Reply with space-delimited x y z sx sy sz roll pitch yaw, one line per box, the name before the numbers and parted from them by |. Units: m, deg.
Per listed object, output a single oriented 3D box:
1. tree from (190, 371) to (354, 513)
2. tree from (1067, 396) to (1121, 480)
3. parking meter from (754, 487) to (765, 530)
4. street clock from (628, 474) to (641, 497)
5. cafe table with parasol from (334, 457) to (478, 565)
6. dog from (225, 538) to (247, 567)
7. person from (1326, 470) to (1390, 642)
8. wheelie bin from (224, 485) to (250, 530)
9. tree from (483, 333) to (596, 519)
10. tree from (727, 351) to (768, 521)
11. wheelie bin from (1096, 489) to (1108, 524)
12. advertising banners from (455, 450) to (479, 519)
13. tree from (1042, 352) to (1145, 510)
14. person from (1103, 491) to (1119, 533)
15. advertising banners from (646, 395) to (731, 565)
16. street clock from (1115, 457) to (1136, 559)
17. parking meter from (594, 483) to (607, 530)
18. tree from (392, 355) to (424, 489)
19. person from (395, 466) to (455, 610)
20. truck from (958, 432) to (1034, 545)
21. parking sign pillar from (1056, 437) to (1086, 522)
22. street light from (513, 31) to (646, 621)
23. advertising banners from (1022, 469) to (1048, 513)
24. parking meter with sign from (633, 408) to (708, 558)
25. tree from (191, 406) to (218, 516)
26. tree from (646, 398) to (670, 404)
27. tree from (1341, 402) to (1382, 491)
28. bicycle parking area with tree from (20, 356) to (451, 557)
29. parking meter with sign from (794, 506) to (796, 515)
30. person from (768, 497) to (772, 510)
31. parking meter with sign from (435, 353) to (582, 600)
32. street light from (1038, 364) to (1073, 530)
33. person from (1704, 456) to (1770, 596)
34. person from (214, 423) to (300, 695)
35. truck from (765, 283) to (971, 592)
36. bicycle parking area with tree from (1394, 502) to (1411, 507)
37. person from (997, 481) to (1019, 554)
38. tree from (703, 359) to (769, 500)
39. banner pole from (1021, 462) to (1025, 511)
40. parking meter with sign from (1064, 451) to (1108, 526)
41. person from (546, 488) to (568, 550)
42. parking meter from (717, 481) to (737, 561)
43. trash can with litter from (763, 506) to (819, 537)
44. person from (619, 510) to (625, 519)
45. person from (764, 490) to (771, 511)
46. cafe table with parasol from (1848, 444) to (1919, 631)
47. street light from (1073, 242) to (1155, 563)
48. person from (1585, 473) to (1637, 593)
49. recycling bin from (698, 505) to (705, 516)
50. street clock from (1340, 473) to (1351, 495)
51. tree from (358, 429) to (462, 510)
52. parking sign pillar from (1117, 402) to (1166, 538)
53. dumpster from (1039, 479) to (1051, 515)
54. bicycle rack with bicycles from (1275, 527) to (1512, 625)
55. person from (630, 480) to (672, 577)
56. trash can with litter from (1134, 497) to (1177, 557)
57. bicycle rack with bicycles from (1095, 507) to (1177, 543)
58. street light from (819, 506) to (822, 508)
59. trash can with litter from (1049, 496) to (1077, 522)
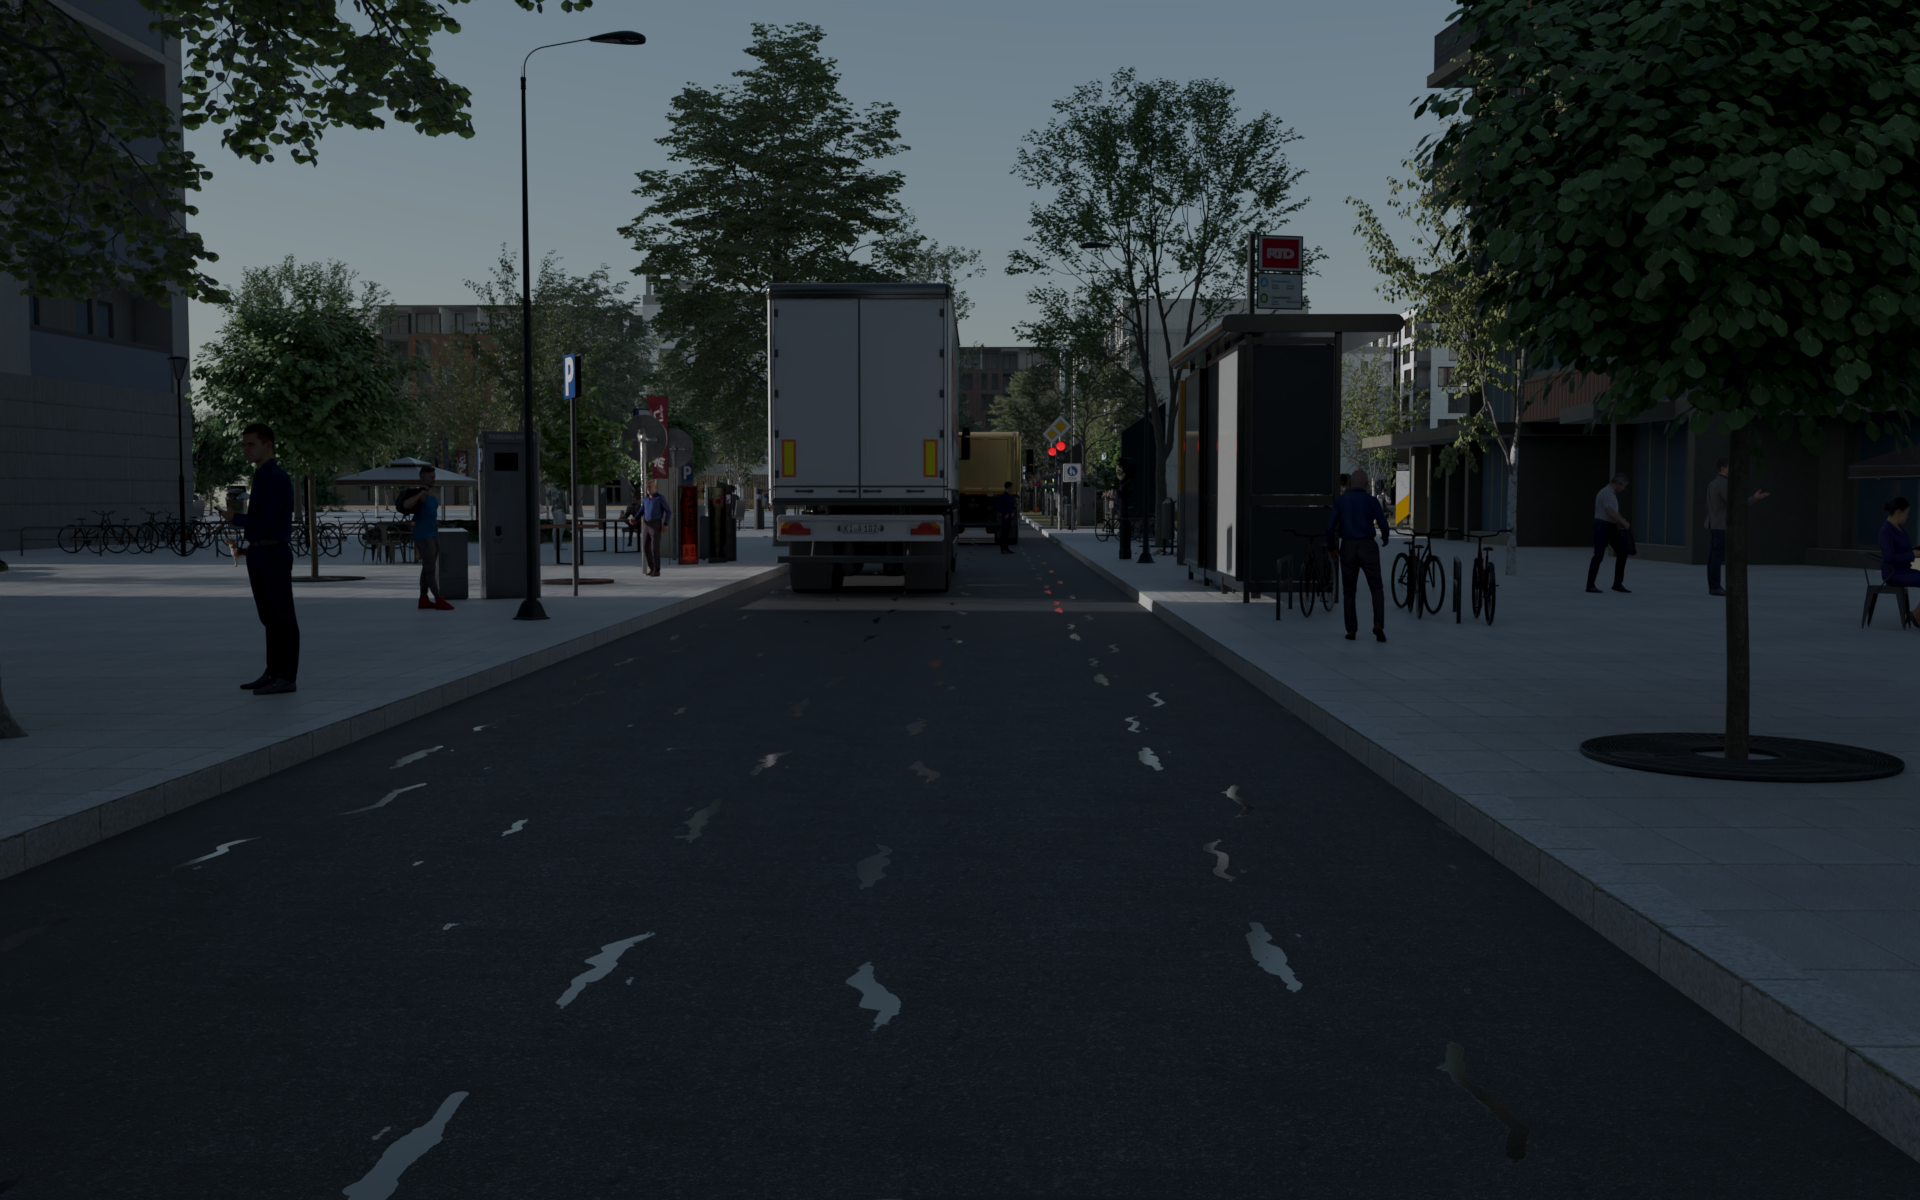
tree | -53.076 -13.431 121.421 18.604 14.587 13.155 -3 4 -37
tree | 10.040 -10.773 126.506 4.737 8.622 4.395 0 3 0
parking meter | -7.242 -3.307 62.476 0.372 1.533 0.369 0 3 0
street clock | -11.279 -3.406 60.262 0.471 2.002 0.358 -2 4 -23
cafe table with parasol | -10.234 -1.670 32.173 2.610 1.966 2.610 -1 4 -22
dog | -12.574 -0.834 30.459 0.406 0.507 0.540 3 4 37
person | 3.589 -0.398 15.250 0.574 1.496 0.600 3 5 43
wheelie bin | -26.142 -3.350 62.677 0.980 1.594 0.693 -1 4 -10
tree | -18.989 -7.927 79.969 4.360 8.622 3.978 0 3 0
tree | -10.535 -8.017 81.436 4.360 8.622 3.978 0 3 0
wheelie bin | 6.084 -4.106 75.039 0.980 1.594 0.693 0 4 4
advertising banners | -19.220 -4.493 69.650 2.074 3.025 0.090 -2 4 -23
tree | 12.165 -13.504 138.924 7.486 12.596 7.792 0 3 0
person | 5.108 -3.104 57.317 0.617 1.759 0.750 2 4 24
advertising banners | -4.919 -2.156 31.435 0.090 3.025 2.074 3 4 36
street clock | 3.258 -1.806 34.093 0.358 2.002 0.471 -1 4 -22
parking meter | -12.930 -3.462 62.313 0.255 1.863 0.399 3 4 36
tree | -21.265 -7.618 74.925 4.737 8.622 4.395 0 3 0
person | -5.912 -0.690 19.202 0.662 1.594 0.647 0 4 1
truck | 0.548 -3.482 52.856 3.469 3.379 9.791 0 4 2
parking sign pillar | 5.258 -5.692 81.538 1.447 3.967 1.447 -2 4 -29
street light | -3.848 -2.752 17.538 1.470 5.913 1.316 0 4 1
advertising banners | 5.297 -7.619 120.763 2.074 3.025 0.090 -1 4 -19
parking meter with sign | -5.751 -2.363 34.904 1.738 3.016 0.543 2 4 34
tree | -47.120 -8.402 100.281 20.602 7.101 11.467 2 4 25
tree | -22.764 -11.029 130.682 4.737 8.622 4.395 0 3 0
tree | 29.957 -10.960 129.558 4.360 8.622 3.978 0 3 0
bicycle parking area with tree | -15.809 -3.164 38.728 9.016 4.147 8.231 1 4 21
parking meter with sign | -4.633 -3.734 57.317 1.738 3.016 0.543 0 4 -1
person | -14.945 -7.767 135.400 0.546 1.535 0.453 -1 4 -20
parking meter with sign | -5.575 -1.533 21.328 1.738 3.016 0.543 -2 4 -26
street light | 3.457 -5.458 61.771 1.470 5.913 1.316 0 4 1
person | 9.798 -0.935 21.868 0.750 1.759 0.617 2 4 24
person | -4.549 -0.274 11.232 0.504 1.737 0.576 -3 5 -41
truck | -1.271 -2.430 28.637 2.839 4.237 11.283 0 4 1
bicycle parking area with tree | 38.218 -8.910 132.681 9.016 4.147 8.231 0 4 6
person | 1.174 -1.987 41.694 0.504 1.737 0.576 1 4 12
tree | -11.977 -8.621 91.310 4.737 8.622 4.395 0 3 0
banner pole | 4.838 -8.675 131.859 0.401 3.779 0.863 -1 4 -16
parking meter with sign | 5.074 -4.501 69.844 1.738 3.016 0.543 -1 4 -18
person | -9.261 -2.027 39.913 0.376 1.734 0.841 -2 4 -28
parking meter | -4.456 -1.508 33.074 0.372 1.533 0.369 0 3 0
trash can with litter | -4.713 -2.465 51.356 2.233 1.210 1.678 1 4 15
person | -15.722 -3.928 80.744 0.357 0.543 0.381 -2 4 -31
person | -14.262 -7.373 128.457 0.647 1.594 0.662 2 4 35
cafe table with parasol | 9.406 -0.681 16.006 2.610 1.966 2.610 0 4 2
street light | 2.911 -3.638 32.030 1.470 5.913 1.316 0 4 1
person | 8.479 -0.873 22.525 0.590 1.554 0.614 2 4 32
recycling bin | -6.178 -1.605 38.797 0.722 1.027 0.722 -3 5 -41
street clock | 13.373 -3.402 60.190 0.358 2.002 0.471 -3 4 -38
tree | -47.650 -10.515 134.830 20.602 7.101 11.467 0 4 2
parking sign pillar | 5.339 -3.806 50.703 1.447 3.967 1.447 0 4 -3
dumpster | 5.626 -6.331 106.009 1.502 2.255 1.985 0 4 1
bicycle rack with bicycles | 4.478 -0.302 18.317 2.852 0.926 2.925 1 4 16
person | -4.859 -1.114 26.946 0.600 1.496 0.574 -3 4 -36
trash can with litter | 4.379 -1.535 36.155 1.678 1.210 2.233 -1 4 -12
bicycle rack with bicycles | 4.968 -2.043 46.793 2.925 0.926 2.852 -1 4 -23
street light | -3.277 -4.574 47.323 1.470 5.913 1.316 0 4 1
trash can with litter | 4.925 -4.169 79.225 1.678 1.210 2.233 1 4 9
